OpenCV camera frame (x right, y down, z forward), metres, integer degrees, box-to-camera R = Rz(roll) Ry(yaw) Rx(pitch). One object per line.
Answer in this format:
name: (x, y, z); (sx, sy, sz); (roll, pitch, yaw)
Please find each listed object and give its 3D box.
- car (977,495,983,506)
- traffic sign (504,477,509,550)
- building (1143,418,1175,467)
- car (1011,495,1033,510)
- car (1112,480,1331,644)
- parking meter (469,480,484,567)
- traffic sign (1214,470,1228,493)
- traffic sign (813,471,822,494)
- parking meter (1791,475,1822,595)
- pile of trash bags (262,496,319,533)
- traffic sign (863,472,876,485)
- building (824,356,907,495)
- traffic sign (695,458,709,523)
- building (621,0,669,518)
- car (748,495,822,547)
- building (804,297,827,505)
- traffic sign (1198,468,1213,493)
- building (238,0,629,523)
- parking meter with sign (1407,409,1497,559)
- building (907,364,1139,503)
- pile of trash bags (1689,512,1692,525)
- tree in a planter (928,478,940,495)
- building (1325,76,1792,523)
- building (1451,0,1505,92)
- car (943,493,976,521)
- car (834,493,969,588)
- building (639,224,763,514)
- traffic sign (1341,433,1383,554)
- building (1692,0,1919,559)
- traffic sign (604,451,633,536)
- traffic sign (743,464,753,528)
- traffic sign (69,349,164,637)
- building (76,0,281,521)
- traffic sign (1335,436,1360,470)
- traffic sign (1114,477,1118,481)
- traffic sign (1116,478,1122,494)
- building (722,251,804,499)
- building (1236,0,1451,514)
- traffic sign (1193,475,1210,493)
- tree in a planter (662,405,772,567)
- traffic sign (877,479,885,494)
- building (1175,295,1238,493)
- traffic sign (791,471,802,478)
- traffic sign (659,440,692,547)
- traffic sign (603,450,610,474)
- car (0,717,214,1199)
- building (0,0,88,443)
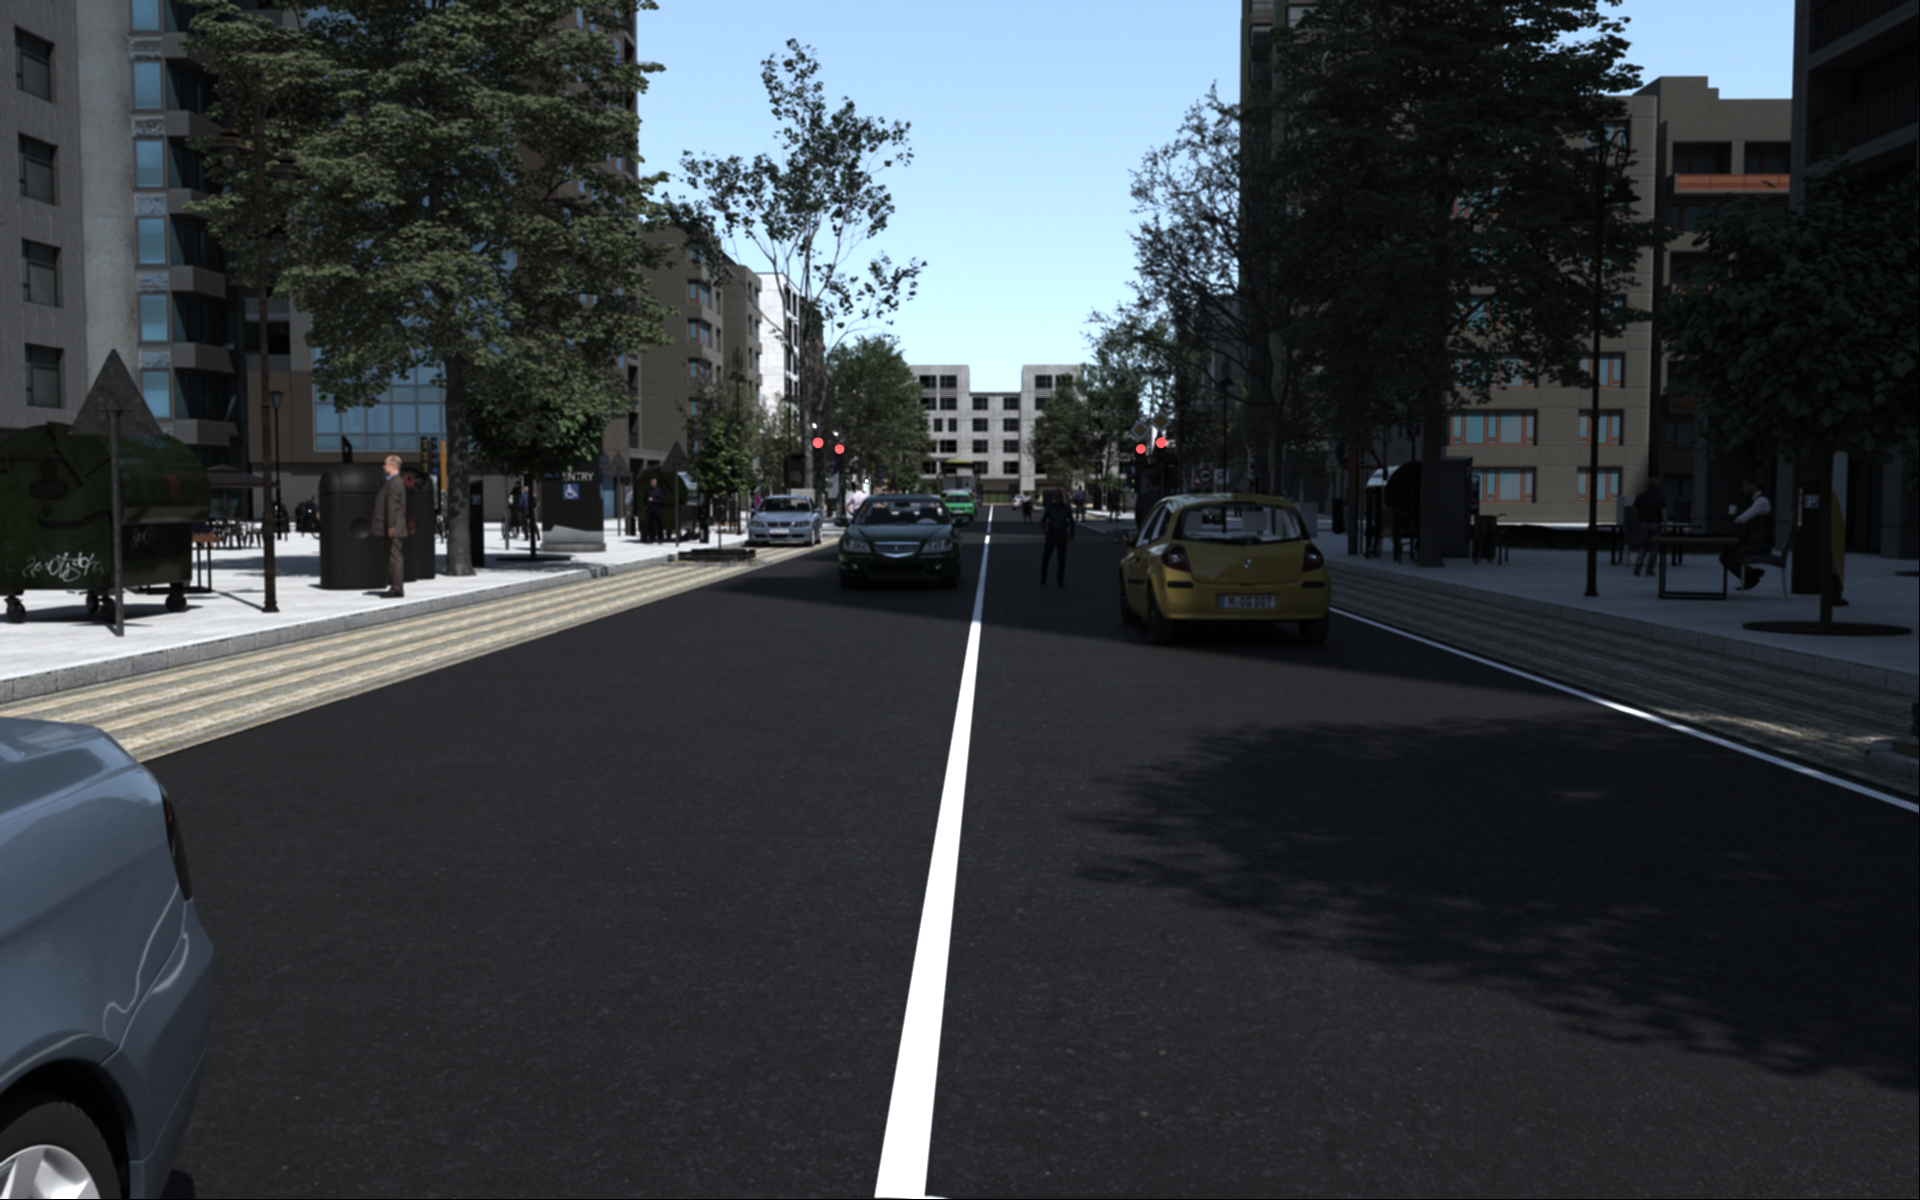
car: (1.738, -11.810, 205.679); (1.945, 1.354, 3.894); (0, 4, 2)
traffic sign: (-10.393, -2.420, 39.677); (0.768, 2.556, 0.104); (0, 4, 7)
building: (25.766, -15.284, 192.045); (9.099, 9.664, 28.070); (0, 4, 1)
car: (5.709, -8.874, 157.445); (2.083, 1.381, 4.827); (0, 4, 3)
car: (2.642, -0.473, 17.964); (2.015, 1.641, 3.980); (0, 4, -1)
parking meter: (-8.572, -1.349, 30.468); (0.372, 1.533, 0.369); (0, 3, 0)
traffic sign: (10.721, -4.220, 71.128); (0.606, 2.300, 0.079); (0, 4, 6)
traffic sign: (-7.516, -5.592, 91.528); (0.768, 2.556, 0.104); (0, 4, 4)
parking meter: (10.897, -0.845, 22.234); (0.372, 1.533, 0.369); (0, 3, 0)
pile of trash bags: (-21.602, -2.944, 57.879); (3.447, 1.369, 1.912); (-1, 4, -13)
traffic sign: (-5.506, -6.440, 105.034); (0.795, 2.593, 0.064); (0, 4, 5)
building: (-13.502, -23.685, 243.666); (11.380, 20.091, 16.016); (0, 4, 1)
traffic sign: (-7.397, -3.094, 50.697); (0.768, 2.556, 0.104); (0, 4, 3)
building: (-27.498, -40.430, 99.289); (20.563, 71.187, 20.611); (0, 4, 1)
car: (-4.801, -2.199, 47.958); (2.014, 1.417, 4.499); (0, 4, 0)
building: (-32.125, -21.349, 193.026); (32.646, 21.610, 27.936); (0, 4, 1)
traffic sign: (11.940, -5.152, 84.334); (0.768, 2.556, 0.104); (0, 4, 2)
building: (-24.377, -26.454, 82.642); (14.600, 45.320, 14.200); (0, 4, 1)
parking meter with sign: (9.934, -2.365, 34.930); (1.738, 3.016, 0.543); (2, 4, 35)
building: (8.704, -23.107, 244.257); (31.486, 18.905, 16.747); (0, 4, 1)
pile of trash bags: (29.448, -3.403, 65.384); (3.447, 1.369, 1.912); (1, 4, 9)
tree in a planter: (-2.264, -10.431, 167.761); (1.991, 3.239, 1.994); (0, 4, 1)
building: (36.051, -14.927, 89.088); (28.899, 21.520, 27.650); (0, 4, 1)
building: (28.261, -26.616, 118.762); (14.154, 41.232, 14.086); (0, 4, 1)
car: (-0.121, -5.250, 94.631); (1.959, 1.807, 4.718); (0, 4, 0)
car: (-0.913, -0.990, 27.981); (2.131, 1.459, 4.920); (0, 4, 1)
building: (-30.049, -17.158, 125.567); (27.650, 21.520, 28.899); (0, 4, 1)
traffic sign: (8.555, -2.255, 36.881); (0.884, 2.594, 0.081); (0, 4, 5)
building: (28.613, -36.279, 31.413); (20.563, 71.187, 20.611); (0, 4, 1)
traffic sign: (-10.351, -3.213, 52.531); (0.884, 2.594, 0.081); (0, 4, 2)
traffic sign: (-8.010, -3.985, 65.155); (0.884, 2.594, 0.081); (0, 4, 2)
traffic sign: (-7.569, -0.950, 15.534); (0.884, 2.594, 0.081); (0, 4, 5)
building: (-48.642, -28.629, 87.696); (30.456, 49.044, 23.786); (0, 4, 1)
traffic sign: (8.419, -2.266, 37.157); (0.768, 2.556, 0.104); (0, 4, 7)
traffic sign: (11.230, -7.786, 127.409); (0.768, 2.556, 0.104); (0, 4, 8)
traffic sign: (12.469, -8.411, 137.627); (0.768, 2.556, 0.104); (0, 4, 7)
building: (-30.215, -19.204, 157.966); (27.936, 21.610, 32.646); (0, 4, 1)
building: (28.225, -27.476, 132.824); (14.154, 41.232, 14.086); (0, 4, 1)
traffic sign: (12.453, -5.467, 89.396); (0.884, 2.594, 0.081); (0, 4, 6)
tree in a planter: (-4.849, -2.300, 34.832); (1.991, 3.239, 1.994); (0, 4, 1)
traffic sign: (-6.522, -8.633, 141.263); (0.768, 2.556, 0.104); (1, 4, 10)
building: (30.153, -18.073, 161.951); (16.747, 18.905, 31.486); (0, 4, 1)
traffic sign: (-9.153, -5.875, 96.169); (0.768, 2.556, 0.104); (1, 4, 10)
traffic sign: (-6.868, -2.569, 41.999); (0.884, 2.594, 0.081); (1, 4, 9)
traffic sign: (-10.033, -2.913, 47.735); (0.768, 2.556, 0.104); (0, 4, 3)
car: (-2.179, 0.667, 1.099); (2.014, 1.417, 4.499); (0, 4, 2)
building: (-29.507, -16.417, 40.122); (14.107, 30.474, 14.160); (0, 4, 1)
